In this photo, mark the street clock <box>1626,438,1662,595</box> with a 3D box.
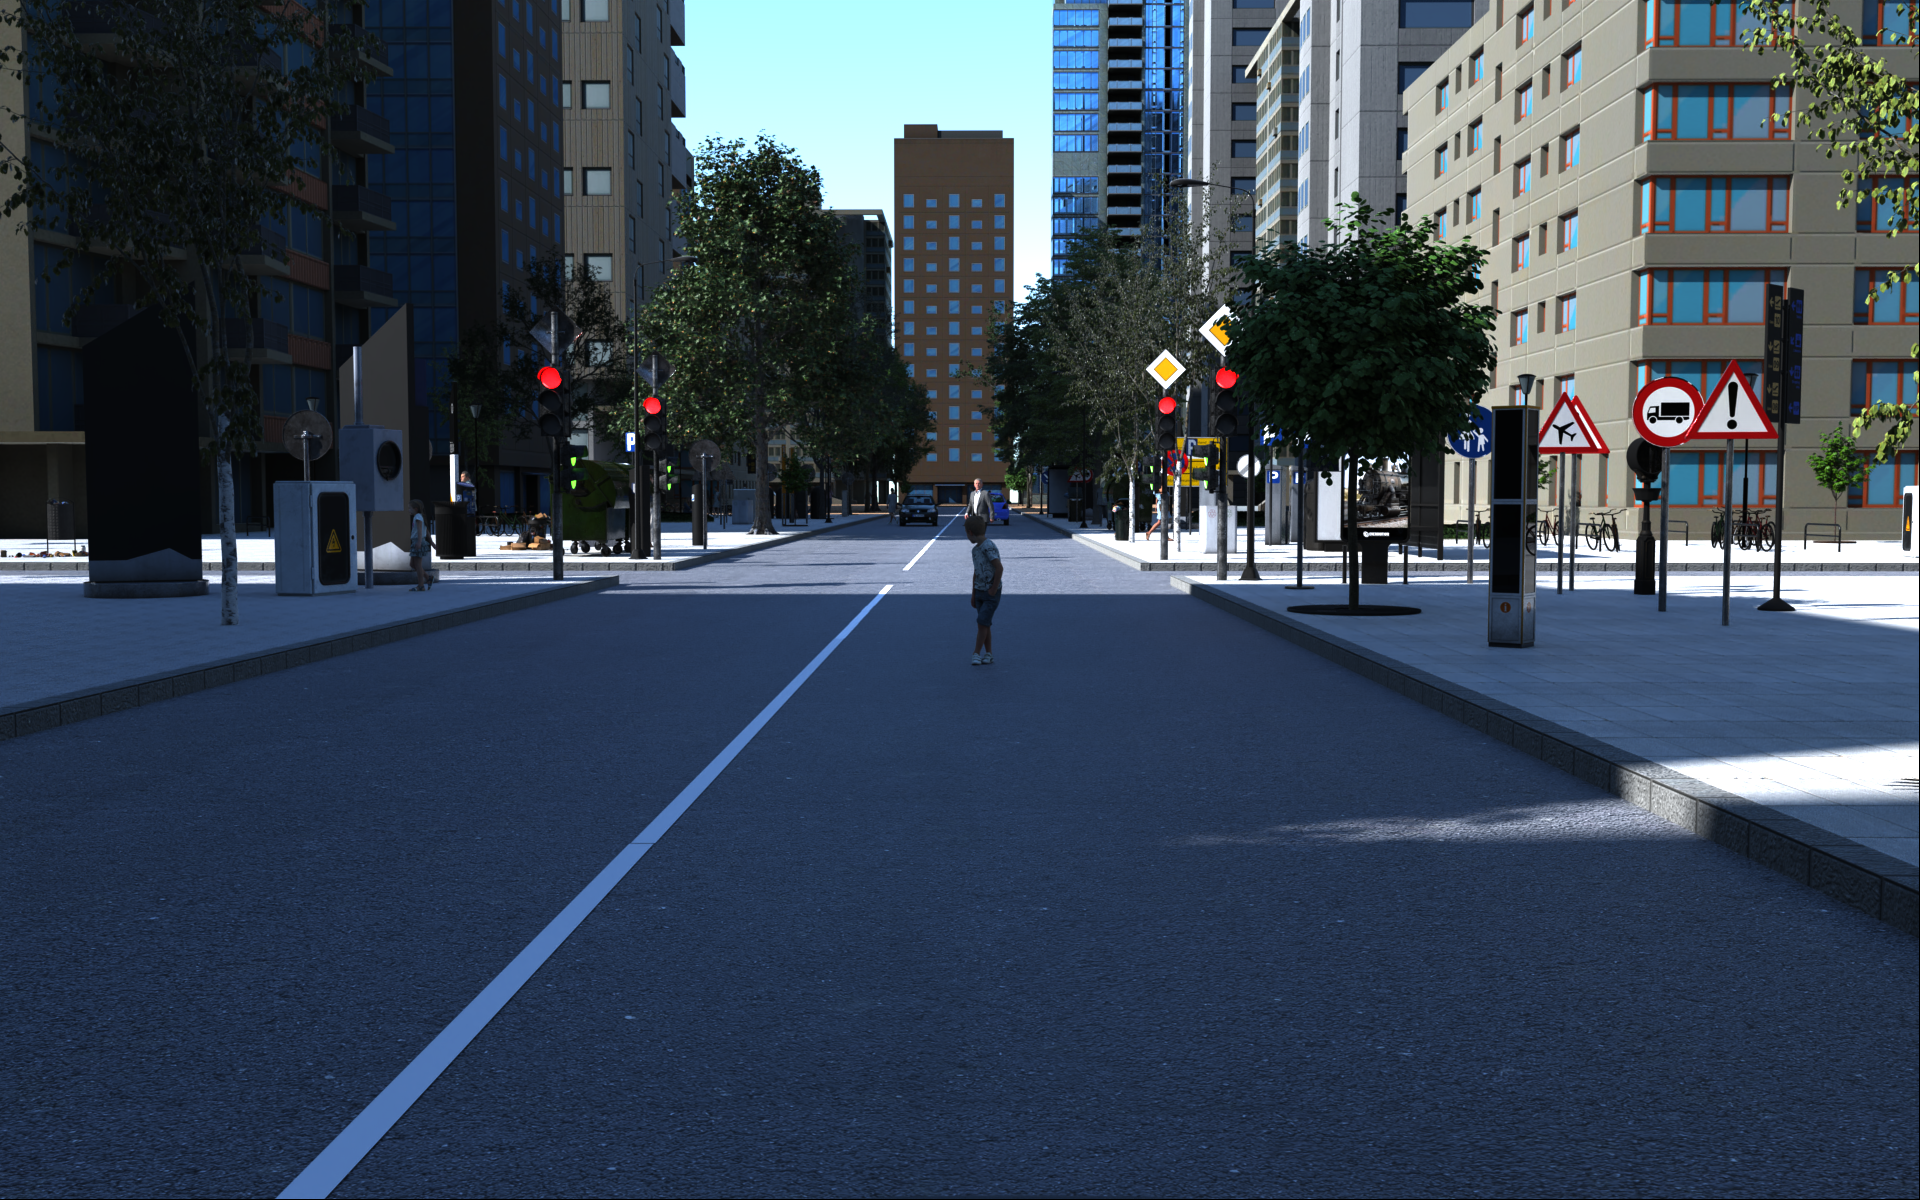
[{"bbox_3d":[8.750,-1.071,22.075,0.471,2.002,0.358,-1,4,-12],"label":"street clock"}]

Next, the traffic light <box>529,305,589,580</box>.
[{"bbox_3d":[-5.981,-2.252,25.747,0.839,4.253,0.868,0,4,1],"label":"traffic light"}]

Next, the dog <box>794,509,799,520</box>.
[{"bbox_3d":[-8.265,-4.320,87.462,0.406,0.507,0.540,-3,5,-40],"label":"dog"}]

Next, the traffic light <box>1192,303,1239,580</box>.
[{"bbox_3d":[3.879,-2.247,25.662,0.839,4.253,0.868,0,4,1],"label":"traffic light"}]

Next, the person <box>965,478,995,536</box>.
[{"bbox_3d":[0.407,-1.804,38.398,0.661,1.777,0.834,2,4,28],"label":"person"}]

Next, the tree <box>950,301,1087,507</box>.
[{"bbox_3d":[5.660,-19.231,170.321,12.611,20.169,13.585,0,3,0],"label":"tree"}]

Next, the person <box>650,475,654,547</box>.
[{"bbox_3d":[-7.443,-2.140,41.588,0.519,1.759,0.362,2,4,27],"label":"person"}]

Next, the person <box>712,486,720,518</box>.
[{"bbox_3d":[-13.123,-5.280,93.374,0.522,1.701,0.512,0,4,4],"label":"person"}]

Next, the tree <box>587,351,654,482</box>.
[{"bbox_3d":[-16.797,-8.443,88.404,4.737,8.622,4.395,0,3,0],"label":"tree"}]

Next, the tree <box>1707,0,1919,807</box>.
[{"bbox_3d":[4.473,-4.953,6.745,9.928,11.665,9.643,0,3,0],"label":"tree"}]

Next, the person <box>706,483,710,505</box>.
[{"bbox_3d":[-13.462,-5.233,91.386,0.659,1.850,0.755,1,4,15],"label":"person"}]

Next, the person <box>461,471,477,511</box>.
[{"bbox_3d":[-11.569,-2.117,40.748,0.391,1.810,0.635,-1,4,-17],"label":"person"}]

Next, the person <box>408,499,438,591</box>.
[{"bbox_3d":[-7.080,-0.720,22.833,0.382,1.210,0.505,-1,4,-16],"label":"person"}]

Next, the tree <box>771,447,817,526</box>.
[{"bbox_3d":[-6.516,-4.540,68.828,1.663,3.219,1.824,0,3,0],"label":"tree"}]

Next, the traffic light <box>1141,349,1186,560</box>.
[{"bbox_3d":[3.961,-2.736,33.647,0.839,4.253,0.868,0,4,1],"label":"traffic light"}]

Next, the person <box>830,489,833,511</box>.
[{"bbox_3d":[-7.614,-5.675,99.421,0.593,1.750,0.643,-1,4,-18],"label":"person"}]

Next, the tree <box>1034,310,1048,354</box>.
[{"bbox_3d":[4.311,-5.824,45.583,4.360,8.622,3.978,0,3,0],"label":"tree"}]

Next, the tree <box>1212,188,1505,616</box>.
[{"bbox_3d":[4.353,-2.149,18.858,4.285,4.588,4.351,0,3,0],"label":"tree"}]

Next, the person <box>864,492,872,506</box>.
[{"bbox_3d":[-9.493,-10.606,180.000,0.990,1.755,0.434,-2,4,-32],"label":"person"}]

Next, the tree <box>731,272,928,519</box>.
[{"bbox_3d":[-7.146,-10.888,88.388,12.009,13.543,11.850,0,3,0],"label":"tree"}]

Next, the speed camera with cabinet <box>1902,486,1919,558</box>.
[{"bbox_3d":[19.304,-2.450,34.395,0.660,3.252,2.038,1,4,16],"label":"speed camera with cabinet"}]

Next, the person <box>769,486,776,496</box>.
[{"bbox_3d":[-12.281,-6.485,112.050,1.348,1.826,0.705,1,4,21],"label":"person"}]

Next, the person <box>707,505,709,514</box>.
[{"bbox_3d":[-14.272,-5.537,96.916,0.599,1.781,0.374,2,4,26],"label":"person"}]

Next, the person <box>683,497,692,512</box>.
[{"bbox_3d":[-13.753,-4.711,88.558,0.738,1.151,1.012,2,4,25],"label":"person"}]

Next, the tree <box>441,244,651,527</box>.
[{"bbox_3d":[-15.599,-8.019,65.527,8.767,10.594,7.601,0,4,-2],"label":"tree"}]

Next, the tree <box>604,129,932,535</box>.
[{"bbox_3d":[-6.387,-8.423,54.718,9.611,12.733,9.660,0,3,0],"label":"tree"}]

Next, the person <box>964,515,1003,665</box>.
[{"bbox_3d":[0.201,-0.086,14.593,0.352,1.250,0.332,1,4,8],"label":"person"}]

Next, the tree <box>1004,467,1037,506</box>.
[{"bbox_3d":[6.721,-12.354,185.698,4.285,4.588,4.351,0,3,0],"label":"tree"}]

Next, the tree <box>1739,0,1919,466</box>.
[{"bbox_3d":[8.711,-3.874,13.710,4.737,8.622,4.395,0,3,0],"label":"tree"}]

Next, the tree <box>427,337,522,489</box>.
[{"bbox_3d":[-22.995,-8.031,81.675,4.737,8.622,4.395,0,3,0],"label":"tree"}]

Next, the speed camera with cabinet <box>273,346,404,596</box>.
[{"bbox_3d":[-8.087,-1.729,22.612,0.660,3.252,2.038,1,4,16],"label":"speed camera with cabinet"}]

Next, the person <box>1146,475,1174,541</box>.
[{"bbox_3d":[5.455,-2.502,47.046,0.778,1.811,0.616,0,4,-2],"label":"person"}]

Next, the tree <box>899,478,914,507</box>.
[{"bbox_3d":[-5.640,-11.193,177.605,1.663,3.219,1.824,0,3,0],"label":"tree"}]

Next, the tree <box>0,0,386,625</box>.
[{"bbox_3d":[-7.327,-4.050,16.575,4.360,8.622,3.978,0,3,0],"label":"tree"}]

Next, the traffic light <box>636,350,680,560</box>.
[{"bbox_3d":[-5.899,-2.741,33.732,0.839,4.253,0.868,0,4,1],"label":"traffic light"}]

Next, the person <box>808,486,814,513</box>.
[{"bbox_3d":[-8.055,-5.276,92.981,0.598,1.740,0.731,0,4,-3],"label":"person"}]

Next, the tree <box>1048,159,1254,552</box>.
[{"bbox_3d":[4.734,-5.394,38.549,4.360,8.622,3.978,0,3,0],"label":"tree"}]

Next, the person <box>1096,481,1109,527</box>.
[{"bbox_3d":[5.665,-3.812,68.544,0.537,1.800,0.526,2,4,28],"label":"person"}]

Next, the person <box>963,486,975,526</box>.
[{"bbox_3d":[0.399,-4.217,77.726,0.573,1.790,0.520,0,4,0],"label":"person"}]

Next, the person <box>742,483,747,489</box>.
[{"bbox_3d":[-10.626,-4.837,85.251,0.709,1.813,0.853,0,4,6],"label":"person"}]

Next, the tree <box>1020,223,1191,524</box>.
[{"bbox_3d":[6.181,-9.475,73.045,7.486,12.596,7.792,0,3,0],"label":"tree"}]

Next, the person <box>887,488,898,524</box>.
[{"bbox_3d":[-3.172,-4.451,82.023,0.760,1.731,0.466,3,5,39],"label":"person"}]

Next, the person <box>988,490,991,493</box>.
[{"bbox_3d":[2.356,-7.663,134.614,1.217,1.723,0.721,-2,4,-32],"label":"person"}]

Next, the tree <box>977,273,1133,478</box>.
[{"bbox_3d":[5.902,-11.877,100.845,9.857,13.997,8.962,0,3,0],"label":"tree"}]

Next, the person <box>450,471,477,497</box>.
[{"bbox_3d":[-13.220,-2.495,46.206,0.474,1.900,0.648,2,4,29],"label":"person"}]

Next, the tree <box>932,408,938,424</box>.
[{"bbox_3d":[-6.429,-13.039,130.197,9.611,12.733,9.660,0,3,0],"label":"tree"}]
